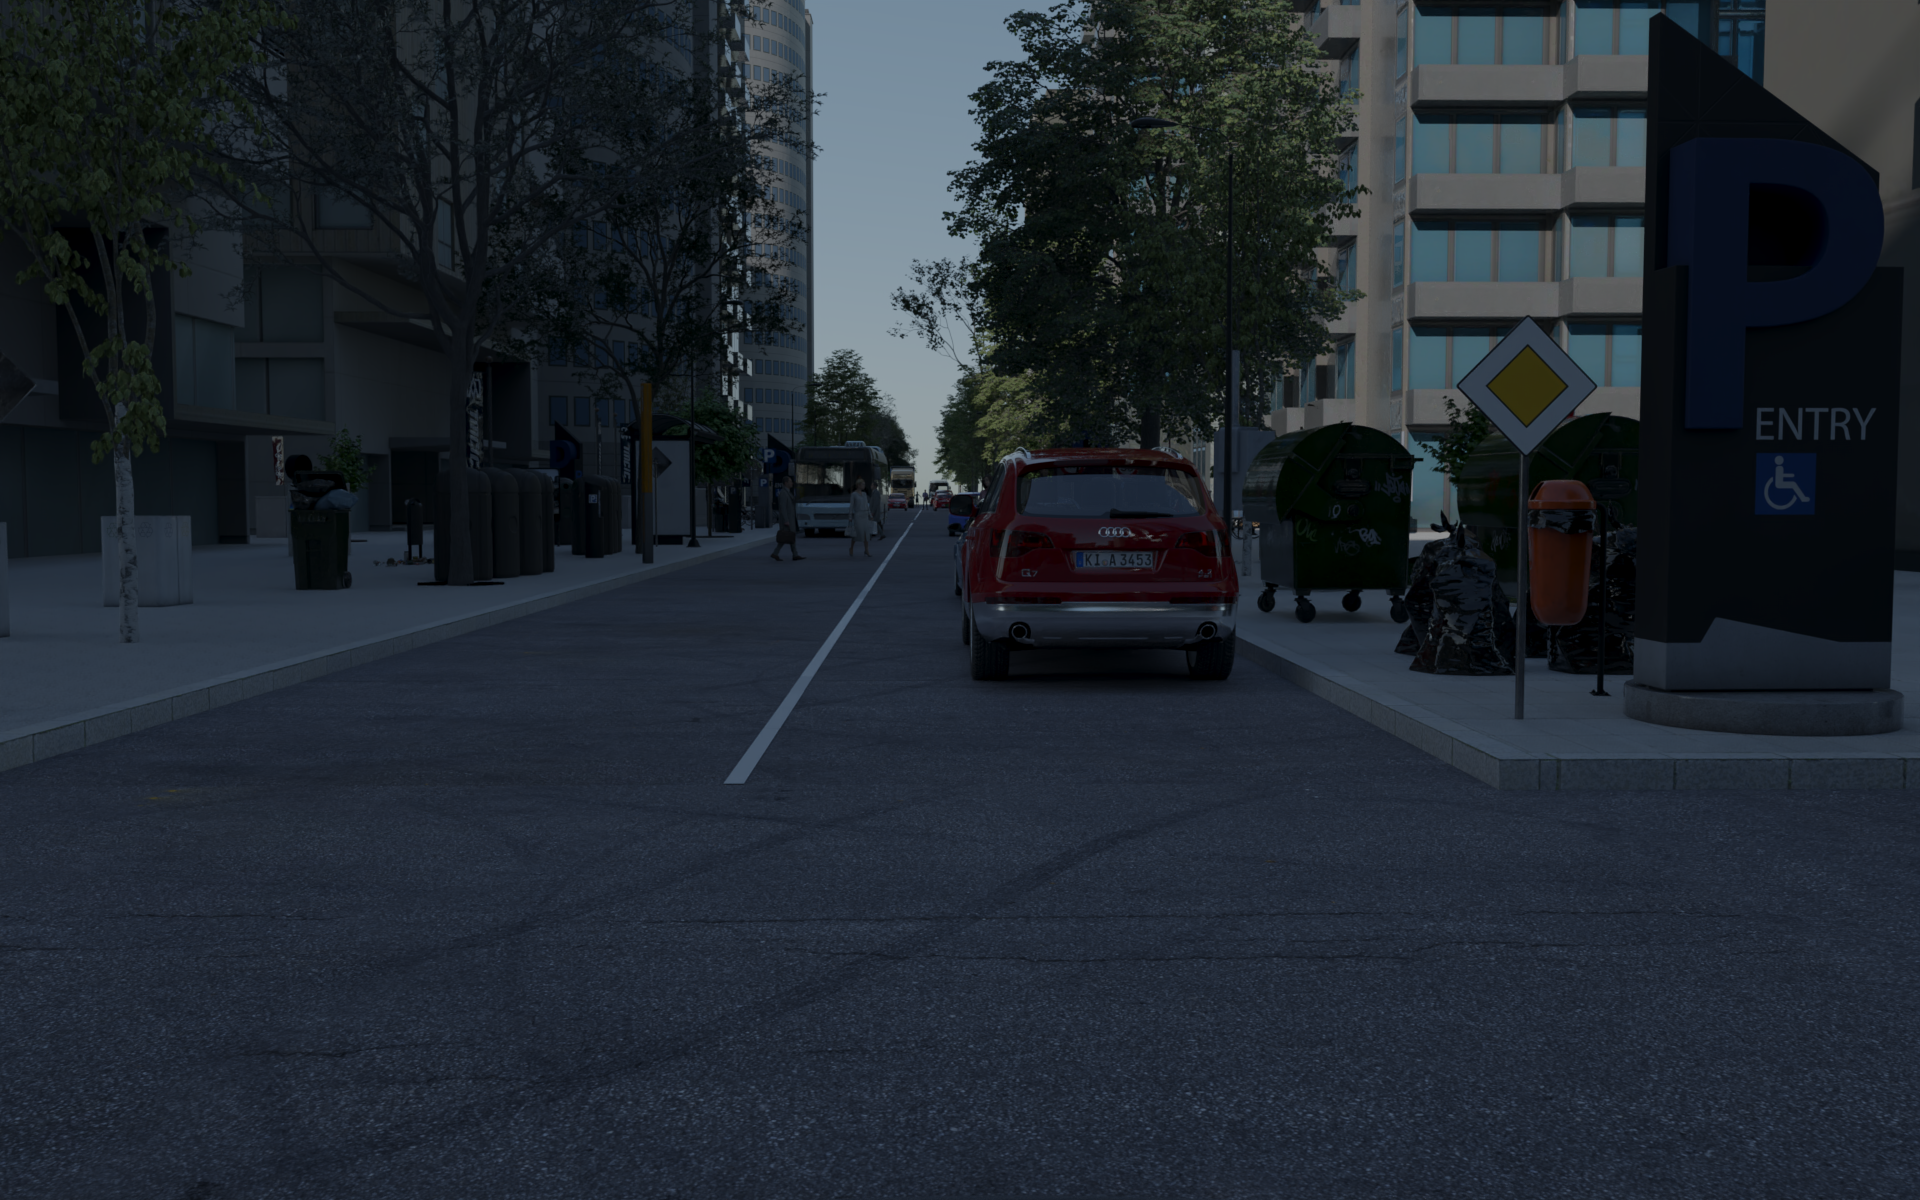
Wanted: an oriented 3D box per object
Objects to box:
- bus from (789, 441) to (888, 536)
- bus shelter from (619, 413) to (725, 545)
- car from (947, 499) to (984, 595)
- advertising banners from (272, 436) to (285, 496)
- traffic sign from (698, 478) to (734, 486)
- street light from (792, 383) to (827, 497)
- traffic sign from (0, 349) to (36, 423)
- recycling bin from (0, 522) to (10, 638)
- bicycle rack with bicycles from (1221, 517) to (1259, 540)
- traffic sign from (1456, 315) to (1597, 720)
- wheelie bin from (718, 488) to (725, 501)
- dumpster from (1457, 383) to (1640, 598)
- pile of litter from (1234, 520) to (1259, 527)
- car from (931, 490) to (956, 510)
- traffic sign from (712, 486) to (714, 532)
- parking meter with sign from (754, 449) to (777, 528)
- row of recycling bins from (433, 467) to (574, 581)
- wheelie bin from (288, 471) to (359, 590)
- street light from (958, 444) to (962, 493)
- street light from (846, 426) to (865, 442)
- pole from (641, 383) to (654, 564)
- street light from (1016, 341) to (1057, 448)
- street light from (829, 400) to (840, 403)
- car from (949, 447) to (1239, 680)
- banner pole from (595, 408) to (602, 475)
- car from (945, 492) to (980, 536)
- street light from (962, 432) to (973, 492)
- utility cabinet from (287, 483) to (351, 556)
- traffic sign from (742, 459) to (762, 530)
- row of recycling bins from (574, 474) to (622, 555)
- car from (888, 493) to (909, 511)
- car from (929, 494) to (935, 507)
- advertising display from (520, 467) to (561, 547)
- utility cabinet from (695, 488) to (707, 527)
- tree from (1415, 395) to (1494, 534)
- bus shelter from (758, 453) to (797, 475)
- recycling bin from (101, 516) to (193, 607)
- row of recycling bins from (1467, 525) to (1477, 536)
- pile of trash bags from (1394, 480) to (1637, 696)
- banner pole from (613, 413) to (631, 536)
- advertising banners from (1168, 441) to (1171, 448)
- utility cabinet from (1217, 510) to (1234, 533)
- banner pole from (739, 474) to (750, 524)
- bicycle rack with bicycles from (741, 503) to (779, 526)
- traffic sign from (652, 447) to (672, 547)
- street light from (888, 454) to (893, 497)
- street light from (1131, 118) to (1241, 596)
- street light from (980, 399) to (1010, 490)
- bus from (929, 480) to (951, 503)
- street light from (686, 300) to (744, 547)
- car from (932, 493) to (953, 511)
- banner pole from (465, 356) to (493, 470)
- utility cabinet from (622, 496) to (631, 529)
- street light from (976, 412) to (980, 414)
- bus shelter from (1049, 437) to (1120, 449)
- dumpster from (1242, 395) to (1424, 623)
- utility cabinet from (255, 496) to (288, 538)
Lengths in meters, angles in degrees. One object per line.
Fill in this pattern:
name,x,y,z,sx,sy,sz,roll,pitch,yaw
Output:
bus,-4.083,-4.088,61.692,2.948,3.499,13.247,0,4,0
bus shelter,-7.568,-3.191,46.095,2.014,3.302,5.546,0,4,-1
car,0.855,-0.676,23.059,2.014,1.417,4.499,0,4,-3
advertising banners,-19.921,-3.410,51.935,2.074,3.025,0.090,2,4,31
traffic sign,-8.390,-3.774,55.579,2.265,3.308,0.079,0,4,6
street light,-6.482,-6.131,72.779,1.470,5.913,1.316,0,4,-1
traffic sign,-5.558,-0.370,9.691,0.795,2.450,0.064,0,4,-1
recycling bin,-8.954,-0.167,15.292,0.722,1.027,0.722,1,4,11
bicycle rack with bicycles,8.479,-2.189,49.173,2.925,0.926,2.852,1,4,21
traffic sign,3.185,-0.377,9.810,0.795,2.450,0.064,0,4,-1
wheelie bin,-11.602,-4.560,82.468,0.693,1.594,0.980,0,4,7
dumpster,5.586,-0.819,15.878,1.502,2.255,1.985,0,4,-1
pile of litter,11.050,-3.176,65.898,1.719,0.858,1.176,3,5,40
car,-1.431,-8.991,155.671,2.281,1.827,5.304,0,4,-1
traffic sign,-8.348,-3.573,58.523,0.768,2.556,0.104,0,4,1
parking meter with sign,-7.387,-4.237,65.533,0.543,3.016,1.738,0,4,6
row of recycling bins,-7.202,-1.222,27.095,1.069,1.692,3.534,0,4,6
wheelie bin,-8.584,-0.942,23.308,0.980,1.594,0.693,0,4,-1
street light,0.589,-11.535,161.144,1.470,5.913,1.316,0,4,-1
street light,-7.191,-8.906,118.151,1.470,5.913,1.316,0,4,-1
pole,-5.774,-2.330,31.939,0.158,3.312,0.155,0,3,0
street light,2.383,-4.906,52.761,1.470,5.913,1.316,0,4,-1
street light,-6.648,-6.943,86.058,1.470,5.913,1.316,0,4,-1
car,1.053,-0.379,14.878,2.281,1.827,5.304,0,4,-1
banner pole,-10.431,-3.674,50.081,0.401,3.779,0.863,-1,4,-22
car,0.450,-3.076,59.885,1.945,1.707,3.694,0,3,0
street light,1.120,-9.596,129.437,1.470,5.913,1.316,0,4,-1
utility cabinet,-13.143,-1.641,35.515,1.173,1.500,0.318,0,4,-2
traffic sign,-7.452,-3.780,61.902,0.768,2.556,0.104,1,4,8
row of recycling bins,-7.930,-1.885,37.933,1.069,1.692,3.534,-1,4,-8
car,-5.423,-8.549,148.809,2.155,1.783,4.494,0,4,-2
car,-2.585,-11.685,200.087,2.155,1.783,4.494,0,4,-3
advertising display,-10.219,-2.258,42.127,0.974,1.923,0.123,-1,4,-16
utility cabinet,-10.035,-3.605,67.616,0.318,1.500,1.173,3,5,40
tree,8.667,-2.104,29.003,1.663,3.219,1.824,0,3,0
bus shelter,-8.095,-5.275,80.170,2.014,3.302,5.546,0,4,-1
recycling bin,-9.366,-0.454,19.971,0.722,1.027,0.722,0,4,4
row of recycling bins,11.145,-1.649,34.072,1.069,1.692,3.534,-1,4,-16
pile of trash bags,4.164,-0.166,12.468,1.912,1.369,3.447,1,4,12
banner pole,-10.434,-3.886,53.558,0.863,3.779,0.401,-3,5,-39
advertising banners,5.642,-3.101,46.888,0.090,3.025,2.074,0,4,6
utility cabinet,8.637,-2.776,56.549,0.306,1.237,1.020,2,4,30
banner pole,-9.385,-5.197,74.995,0.863,3.779,0.401,2,4,24
bicycle rack with bicycles,-8.306,-3.521,70.948,2.925,0.926,2.852,-2,4,-28
traffic sign,-7.378,-2.499,42.052,0.795,2.450,0.064,0,4,1
street light,-8.454,-13.991,201.293,1.470,5.913,1.316,0,4,-1
street light,2.807,-2.998,21.560,1.470,5.913,1.316,0,4,-1
street light,1.836,-6.815,83.960,1.470,5.913,1.316,0,4,-1
bus,-2.705,-14.212,227.218,2.948,3.499,13.247,0,4,0
street light,-5.880,-4.223,41.581,1.470,5.913,1.316,0,4,-1
car,-1.316,-8.362,145.751,2.155,1.783,4.494,0,4,-2
banner pole,-8.654,-2.525,31.303,0.401,3.779,0.863,2,4,30
utility cabinet,-12.179,-3.260,64.469,0.306,1.237,1.020,2,4,24
street light,1.623,-7.688,98.237,1.470,5.913,1.316,0,4,-1
bus shelter,4.136,-3.973,58.887,2.014,3.302,5.546,0,4,-1
dumpster,3.832,-0.944,17.932,1.502,2.255,1.985,0,4,-1
utility cabinet,-20.143,-2.428,50.860,1.020,1.237,0.306,1,4,13
